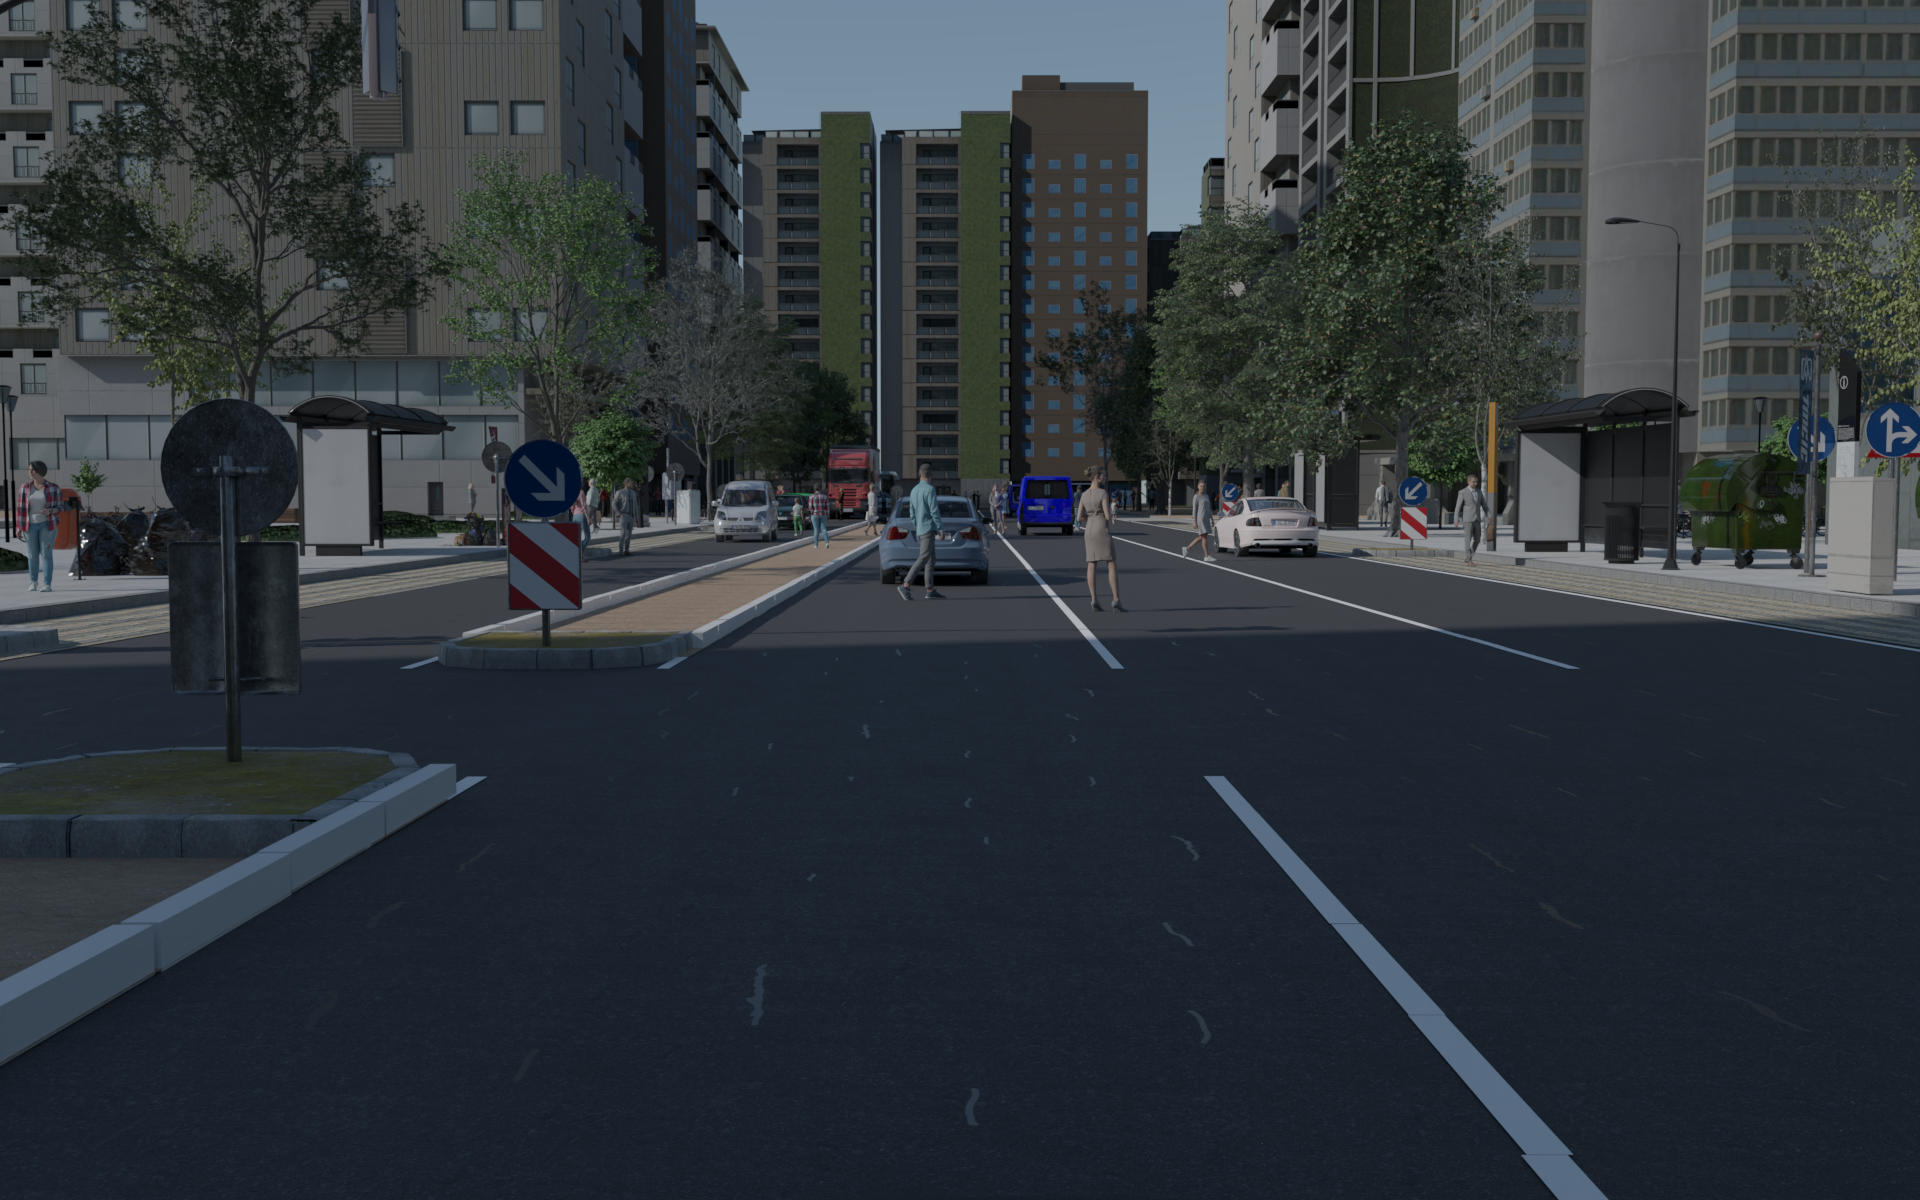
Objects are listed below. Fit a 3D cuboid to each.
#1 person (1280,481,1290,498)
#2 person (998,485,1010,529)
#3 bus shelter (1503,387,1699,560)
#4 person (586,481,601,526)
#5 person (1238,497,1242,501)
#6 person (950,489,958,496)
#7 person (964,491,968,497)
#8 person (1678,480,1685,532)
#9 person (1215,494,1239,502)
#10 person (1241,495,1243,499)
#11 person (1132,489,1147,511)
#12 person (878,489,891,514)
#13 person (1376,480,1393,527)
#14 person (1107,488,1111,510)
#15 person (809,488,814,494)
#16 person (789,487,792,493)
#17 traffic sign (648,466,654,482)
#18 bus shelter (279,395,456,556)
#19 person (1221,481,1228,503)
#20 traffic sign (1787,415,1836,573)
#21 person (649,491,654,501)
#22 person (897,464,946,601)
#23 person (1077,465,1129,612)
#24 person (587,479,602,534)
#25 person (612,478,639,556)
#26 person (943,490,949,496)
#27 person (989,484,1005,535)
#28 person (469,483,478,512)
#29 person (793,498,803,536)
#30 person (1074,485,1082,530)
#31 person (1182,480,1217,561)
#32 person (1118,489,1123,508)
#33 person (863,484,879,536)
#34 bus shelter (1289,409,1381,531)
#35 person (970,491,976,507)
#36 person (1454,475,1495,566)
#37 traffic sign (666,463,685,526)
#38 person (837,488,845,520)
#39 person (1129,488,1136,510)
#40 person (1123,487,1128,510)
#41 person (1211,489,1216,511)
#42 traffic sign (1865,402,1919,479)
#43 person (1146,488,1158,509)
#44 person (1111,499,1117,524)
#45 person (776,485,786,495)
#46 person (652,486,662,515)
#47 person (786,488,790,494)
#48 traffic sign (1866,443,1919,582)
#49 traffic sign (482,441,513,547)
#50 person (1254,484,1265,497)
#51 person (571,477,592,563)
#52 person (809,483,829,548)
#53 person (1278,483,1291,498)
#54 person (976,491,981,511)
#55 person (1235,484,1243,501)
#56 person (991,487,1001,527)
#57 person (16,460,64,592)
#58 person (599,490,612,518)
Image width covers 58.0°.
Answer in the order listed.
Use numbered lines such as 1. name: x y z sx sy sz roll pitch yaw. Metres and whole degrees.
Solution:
1. person: 13.522 -4.038 71.969 0.656 1.842 0.836 3 4 36
2. person: 1.729 -3.832 71.246 0.616 1.811 0.778 -2 4 -31
3. bus shelter: 13.028 -2.555 35.696 2.014 3.302 5.546 0 4 0
4. person: -14.228 -3.745 67.150 0.818 1.842 0.514 -3 5 -43
5. person: 15.799 -5.420 94.669 0.705 1.822 1.348 -3 5 -42
6. person: -0.351 -6.747 119.329 1.217 1.766 0.721 2 4 24
7. person: 0.631 -9.243 160.358 0.721 1.736 1.217 0 4 -4
8. person: 24.179 -3.159 58.240 0.519 1.759 0.362 3 5 44
9. person: 15.014 -5.596 97.492 1.348 1.831 0.705 1 4 12
10. person: 13.359 -4.335 81.597 0.332 1.250 0.352 -1 4 -21
11. person: 13.884 -7.784 134.033 1.217 1.743 0.721 1 4 14
12. person: -5.373 -6.989 122.757 1.348 1.826 0.705 2 4 35
13. person: 16.643 -3.779 67.927 0.679 1.850 0.850 1 4 11
14. person: 12.168 -8.250 141.065 0.705 1.807 1.348 0 4 -1
15. person: -11.316 -7.686 132.424 1.217 1.735 0.721 -2 4 -33
16. person: -12.161 -7.235 124.782 0.568 1.767 0.683 2 4 26
17. traffic sign: -13.833 -4.650 76.139 0.768 2.556 0.104 0 4 5
18. bus shelter: -12.906 -2.709 38.218 2.014 3.302 5.546 0 3 0
19. person: 11.854 -4.356 77.066 0.447 1.846 0.655 1 4 17
20. traffic sign: 13.706 -1.704 27.966 0.768 2.556 0.104 0 4 2
21. person: -17.758 -5.622 97.591 1.348 1.869 0.705 2 4 29
22. person: -0.530 -0.927 23.523 0.748 1.841 0.638 -1 4 -19
23. person: 1.738 -0.751 21.118 0.374 1.781 0.599 -3 5 -45
24. person: -11.709 -3.001 55.594 0.515 1.767 0.782 0 4 8
25. person: -7.771 -1.941 40.339 0.391 1.810 0.635 2 4 34
26. person: -0.971 -7.588 133.084 1.217 1.766 0.721 0 4 3
27. person: 1.313 -3.223 61.476 0.520 1.790 0.573 0 4 -7
28. person: -23.015 -4.632 81.956 0.526 1.800 0.537 1 4 17
29. person: -5.552 -2.855 59.426 0.306 1.304 0.590 -2 4 -24
30. person: 4.683 -3.642 68.392 0.623 1.781 0.721 -2 4 -26
31. person: 5.128 -1.701 37.055 0.760 1.731 0.466 1 4 17
32. person: 14.400 -9.254 157.883 0.750 1.759 0.617 -1 4 -23
33. person: -3.046 -3.096 59.464 0.624 1.780 0.694 -1 4 -14
34. bus shelter: 13.623 -5.324 64.681 2.179 5.291 8.768 0 3 0
35. person: 1.287 -9.472 163.895 1.217 1.766 0.721 -3 5 -42
36. person: 10.130 -1.564 34.188 0.709 1.813 0.853 -1 4 -17
37. traffic sign: -11.597 -4.307 70.533 0.768 2.556 0.104 0 4 5
38. person: -6.517 -5.200 94.033 0.721 1.766 1.217 0 4 7
39. person: 13.950 -8.192 140.424 0.568 1.767 0.683 0 4 -7
40. person: 13.280 -8.128 138.920 0.705 1.826 1.348 0 4 -4
41. person: 19.454 -7.708 132.985 0.530 1.710 0.541 2 4 30
42. traffic sign: 12.990 -1.472 24.166 0.768 2.556 0.104 0 4 8
43. person: 16.324 -8.650 147.462 1.348 1.826 0.705 -1 4 -22
44. person: 7.377 -4.285 83.580 0.382 1.210 0.505 -2 4 -29
45. person: -8.208 -4.354 79.671 0.580 1.828 0.573 3 4 37
46. person: -18.055 -5.942 103.923 0.721 1.743 1.217 3 4 38
47. person: -11.816 -6.932 120.106 0.721 1.736 1.217 1 4 11
48. traffic sign: 13.715 -1.550 25.348 0.884 2.594 0.081 1 4 10
49. traffic sign: -11.152 -2.548 41.763 0.768 2.556 0.104 0 4 1
50. person: 14.289 -4.643 82.310 0.716 1.782 0.532 0 4 -7
51. person: -7.898 -1.691 36.157 0.555 1.821 0.388 2 4 32
52. person: -3.708 -2.218 45.605 0.563 1.720 0.643 -1 4 -18
53. person: 16.265 -4.944 86.900 0.660 1.820 0.620 -1 4 -11
54. person: 1.674 -8.586 149.677 0.445 1.727 0.742 -3 5 -45
55. person: 16.257 -5.803 100.559 0.705 1.869 1.348 0 4 -6
56. person: 1.614 -4.063 75.106 0.526 1.800 0.537 -1 4 -9
57. person: -12.096 -0.973 22.796 0.563 1.720 0.643 -1 4 -13
58. person: -18.921 -5.285 92.409 0.705 1.831 1.348 2 4 24
